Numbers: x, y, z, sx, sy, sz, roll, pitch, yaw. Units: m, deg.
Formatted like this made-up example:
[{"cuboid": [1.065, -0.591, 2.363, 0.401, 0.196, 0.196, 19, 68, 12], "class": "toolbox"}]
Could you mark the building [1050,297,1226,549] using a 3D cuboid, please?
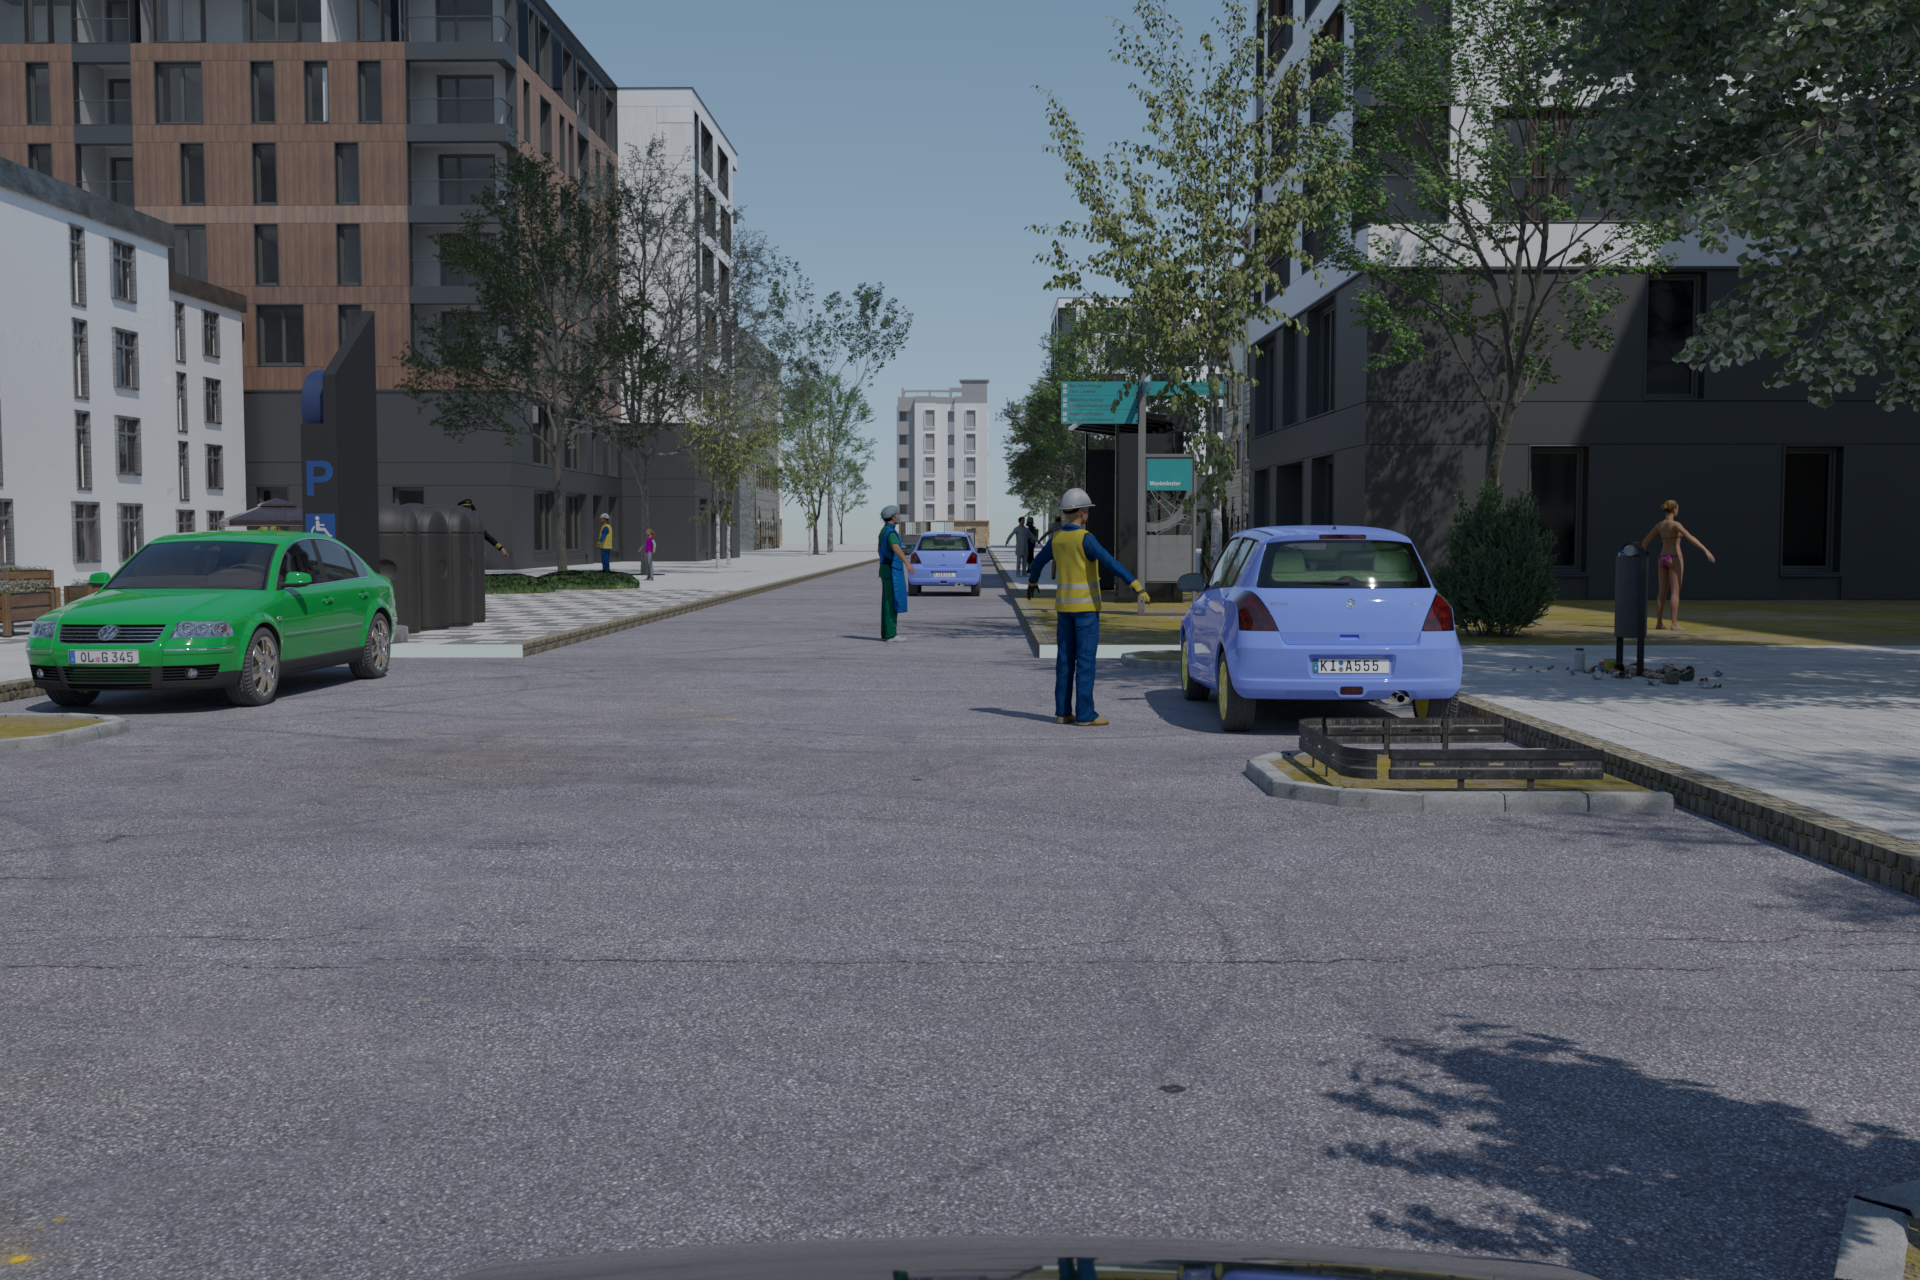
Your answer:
[{"cuboid": [22.491, -19.685, 165.820, 27.936, 21.610, 32.646, 0, 4, 0], "class": "building"}]

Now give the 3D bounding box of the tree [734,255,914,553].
[{"cuboid": [-10.378, -16.123, 119.495, 12.611, 20.169, 13.585, 0, 3, 0], "class": "tree"}]

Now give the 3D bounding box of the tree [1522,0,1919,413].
[{"cuboid": [8.624, -6.503, 12.987, 9.857, 13.997, 8.962, 0, 3, 0], "class": "tree"}]

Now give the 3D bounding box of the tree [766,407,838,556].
[{"cuboid": [-8.829, -9.099, 99.139, 4.737, 8.622, 4.395, 0, 3, 0], "class": "tree"}]

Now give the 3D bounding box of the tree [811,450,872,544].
[{"cuboid": [-14.890, -17.682, 214.858, 9.928, 11.665, 9.643, 0, 3, 0], "class": "tree"}]

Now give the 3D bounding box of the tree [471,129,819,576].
[{"cuboid": [-9.779, -8.748, 53.396, 12.009, 13.543, 11.850, 0, 3, 0], "class": "tree"}]

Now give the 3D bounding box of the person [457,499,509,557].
[{"cuboid": [-7.837, -1.320, 27.511, 1.347, 1.837, 0.705, -3, 5, -41], "class": "person"}]

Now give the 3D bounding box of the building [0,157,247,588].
[{"cuboid": [-25.856, -6.424, 47.179, 9.099, 9.664, 28.070, 0, 4, 0], "class": "building"}]

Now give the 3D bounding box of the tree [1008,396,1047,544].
[{"cuboid": [11.658, -22.199, 218.844, 12.611, 20.169, 13.585, 0, 3, 0], "class": "tree"}]

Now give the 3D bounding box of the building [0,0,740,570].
[{"cuboid": [-26.180, -14.292, 77.642, 27.936, 21.610, 32.646, 0, 4, 1], "class": "building"}]

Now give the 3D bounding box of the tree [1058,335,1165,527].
[{"cuboid": [5.665, -6.966, 64.259, 4.360, 8.622, 3.978, 0, 3, 0], "class": "tree"}]

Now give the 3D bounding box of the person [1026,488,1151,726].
[{"cuboid": [0.935, -0.253, 13.053, 0.721, 1.772, 1.216, -3, 5, -44], "class": "person"}]

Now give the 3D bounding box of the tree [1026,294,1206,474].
[{"cuboid": [6.608, -9.056, 73.822, 9.928, 11.665, 9.643, 0, 3, 0], "class": "tree"}]

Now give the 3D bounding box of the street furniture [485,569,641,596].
[{"cuboid": [-12.237, -1.387, 38.303, 10.072, 0.657, 5.734, 0, 4, -7], "class": "street furniture"}]

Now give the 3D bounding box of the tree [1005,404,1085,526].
[{"cuboid": [6.382, -10.903, 112.680, 7.601, 10.594, 8.767, 0, 4, -5], "class": "tree"}]

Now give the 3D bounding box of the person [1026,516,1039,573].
[{"cuboid": [2.275, -3.113, 56.678, 0.705, 1.856, 1.354, 1, 4, 22], "class": "person"}]

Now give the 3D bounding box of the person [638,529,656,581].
[{"cuboid": [-8.617, -2.353, 47.732, 0.599, 1.433, 0.991, -2, 4, -35], "class": "person"}]

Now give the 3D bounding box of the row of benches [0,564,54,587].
[{"cuboid": [-19.933, -1.141, 34.121, 1.422, 0.672, 4.104, 2, 4, 27], "class": "row of benches"}]

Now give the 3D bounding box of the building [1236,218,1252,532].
[{"cuboid": [23.609, -15.167, 78.903, 19.493, 23.208, 18.063, 0, 4, 0], "class": "building"}]

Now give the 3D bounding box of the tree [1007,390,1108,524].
[{"cuboid": [6.388, -10.001, 97.930, 7.601, 10.594, 8.767, -3, 5, -45], "class": "tree"}]

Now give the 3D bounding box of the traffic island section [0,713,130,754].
[{"cuboid": [-6.999, 0.662, 12.049, 1.991, 0.108, 1.994, 0, 4, 0], "class": "traffic island section"}]

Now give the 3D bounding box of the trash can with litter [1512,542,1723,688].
[{"cuboid": [6.023, -0.268, 15.437, 1.678, 1.210, 2.233, 0, 4, 0], "class": "trash can with litter"}]

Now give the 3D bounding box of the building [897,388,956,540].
[{"cuboid": [-7.516, -21.864, 216.357, 11.380, 20.090, 16.016, 0, 4, 7], "class": "building"}]

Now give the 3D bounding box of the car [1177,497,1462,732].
[{"cuboid": [2.749, -0.260, 13.841, 1.945, 1.707, 3.694, 0, 4, 1], "class": "car"}]

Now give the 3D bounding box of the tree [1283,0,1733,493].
[{"cuboid": [8.958, -6.281, 28.442, 9.928, 11.665, 9.643, 0, 3, 0], "class": "tree"}]

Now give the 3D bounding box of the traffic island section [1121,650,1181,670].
[{"cuboid": [2.799, 0.228, 19.131, 1.991, 0.108, 1.994, 0, 4, 1], "class": "traffic island section"}]

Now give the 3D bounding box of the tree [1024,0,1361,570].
[{"cuboid": [3.057, -4.380, 21.971, 4.737, 8.622, 4.395, 0, 3, 0], "class": "tree"}]

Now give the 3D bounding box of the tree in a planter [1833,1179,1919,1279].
[{"cuboid": [2.562, -0.331, 2.633, 1.991, 3.239, 1.994, 0, 4, 0], "class": "tree in a planter"}]

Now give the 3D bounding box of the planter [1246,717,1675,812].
[{"cuboid": [2.693, 0.686, 9.921, 1.991, 0.319, 1.994, 0, 3, 0], "class": "planter"}]

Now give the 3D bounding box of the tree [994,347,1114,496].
[{"cuboid": [5.795, -9.312, 86.666, 7.601, 10.594, 8.767, 2, 4, 27], "class": "tree"}]

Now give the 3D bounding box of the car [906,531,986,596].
[{"cuboid": [-0.342, -1.930, 41.149, 1.945, 1.707, 3.694, 0, 4, 1], "class": "car"}]

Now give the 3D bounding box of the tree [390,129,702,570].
[{"cuboid": [-9.782, -6.517, 40.967, 7.601, 10.594, 8.767, -2, 4, -26], "class": "tree"}]

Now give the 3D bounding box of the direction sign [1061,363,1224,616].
[{"cuboid": [2.837, -2.309, 26.522, 2.525, 3.948, 1.411, 0, 4, 1], "class": "direction sign"}]

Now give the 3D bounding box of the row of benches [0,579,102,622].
[{"cuboid": [-12.290, -0.579, 24.923, 1.422, 0.672, 4.104, 2, 4, 35], "class": "row of benches"}]

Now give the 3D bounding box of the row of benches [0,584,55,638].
[{"cuboid": [-12.111, -0.302, 20.405, 1.422, 0.672, 4.104, 0, 4, 2], "class": "row of benches"}]

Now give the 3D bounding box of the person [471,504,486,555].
[{"cuboid": [-8.698, -1.508, 30.807, 0.704, 1.843, 1.345, -2, 4, -28], "class": "person"}]

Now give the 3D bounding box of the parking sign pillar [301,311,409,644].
[{"cuboid": [-7.281, -1.951, 20.366, 1.447, 3.967, 1.447, 0, 4, 2], "class": "parking sign pillar"}]

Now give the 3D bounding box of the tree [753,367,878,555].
[{"cuboid": [-8.834, -11.064, 106.648, 9.928, 11.665, 9.643, 0, 3, 0], "class": "tree"}]

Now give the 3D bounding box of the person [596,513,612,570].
[{"cuboid": [-9.477, -2.456, 46.129, 0.705, 1.833, 1.349, 0, 4, -3], "class": "person"}]

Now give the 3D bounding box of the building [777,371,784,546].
[{"cuboid": [-24.926, -19.856, 181.070, 16.016, 20.090, 11.380, 0, 4, 1], "class": "building"}]

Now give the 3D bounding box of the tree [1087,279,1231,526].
[{"cuboid": [5.621, -6.070, 49.604, 4.737, 8.622, 4.395, 0, 3, 0], "class": "tree"}]

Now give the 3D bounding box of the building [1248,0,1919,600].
[{"cuboid": [21.839, -12.547, 49.121, 27.936, 21.610, 32.646, 0, 4, 0], "class": "building"}]

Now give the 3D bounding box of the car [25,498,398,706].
[{"cuboid": [-6.643, -0.429, 15.811, 1.959, 1.807, 4.718, 0, 4, 1], "class": "car"}]

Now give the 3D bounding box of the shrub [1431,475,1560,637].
[{"cuboid": [6.715, -1.062, 21.784, 1.690, 2.028, 1.600, 0, 3, 0], "class": "shrub"}]

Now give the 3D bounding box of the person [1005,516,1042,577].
[{"cuboid": [1.870, -2.796, 51.896, 1.347, 1.806, 0.705, -2, 4, -34], "class": "person"}]

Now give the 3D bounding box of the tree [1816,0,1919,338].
[{"cuboid": [17.738, -6.234, 27.677, 9.928, 11.665, 9.643, 0, 3, 0], "class": "tree"}]

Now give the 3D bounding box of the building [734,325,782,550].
[{"cuboid": [-25.378, -19.197, 144.804, 19.493, 23.208, 18.063, 0, 3, 0], "class": "building"}]

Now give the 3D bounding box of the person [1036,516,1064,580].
[{"cuboid": [2.776, -2.607, 48.902, 1.348, 1.796, 0.705, 1, 4, 18], "class": "person"}]

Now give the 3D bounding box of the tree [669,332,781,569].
[{"cuboid": [-8.720, -6.945, 63.908, 4.737, 8.622, 4.395, 0, 3, 0], "class": "tree"}]

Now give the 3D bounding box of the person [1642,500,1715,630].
[{"cuboid": [9.562, -1.002, 23.189, 0.721, 1.733, 1.217, -2, 4, -26], "class": "person"}]

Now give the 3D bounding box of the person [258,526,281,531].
[{"cuboid": [-17.421, -2.329, 43.843, 1.354, 1.858, 0.705, 1, 4, 10], "class": "person"}]

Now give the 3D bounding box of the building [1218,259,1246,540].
[{"cuboid": [25.359, -16.293, 97.312, 19.493, 23.208, 18.063, 0, 4, 1], "class": "building"}]

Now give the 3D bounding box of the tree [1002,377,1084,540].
[{"cuboid": [6.641, -12.614, 124.369, 7.486, 12.596, 7.792, 0, 3, 0], "class": "tree"}]

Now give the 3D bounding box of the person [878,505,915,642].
[{"cuboid": [-0.893, -0.889, 23.116, 0.704, 1.817, 1.347, -1, 4, -18], "class": "person"}]

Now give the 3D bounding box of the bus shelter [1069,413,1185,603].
[{"cuboid": [3.323, -2.686, 35.203, 1.731, 3.624, 6.357, 0, 4, -1], "class": "bus shelter"}]

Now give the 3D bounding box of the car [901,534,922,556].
[{"cuboid": [-2.776, -5.760, 103.955, 2.009, 1.686, 4.222, 0, 4, 0], "class": "car"}]

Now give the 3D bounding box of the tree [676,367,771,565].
[{"cuboid": [-9.506, -7.379, 71.010, 4.360, 8.622, 3.978, 0, 3, 0], "class": "tree"}]

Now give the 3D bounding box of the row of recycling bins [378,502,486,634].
[{"cuboid": [-7.329, -1.017, 23.744, 1.069, 1.692, 3.534, 0, 4, 2], "class": "row of recycling bins"}]

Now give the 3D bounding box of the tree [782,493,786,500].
[{"cuboid": [-23.176, -16.172, 214.770, 4.360, 8.622, 3.978, 0, 3, 0], "class": "tree"}]
